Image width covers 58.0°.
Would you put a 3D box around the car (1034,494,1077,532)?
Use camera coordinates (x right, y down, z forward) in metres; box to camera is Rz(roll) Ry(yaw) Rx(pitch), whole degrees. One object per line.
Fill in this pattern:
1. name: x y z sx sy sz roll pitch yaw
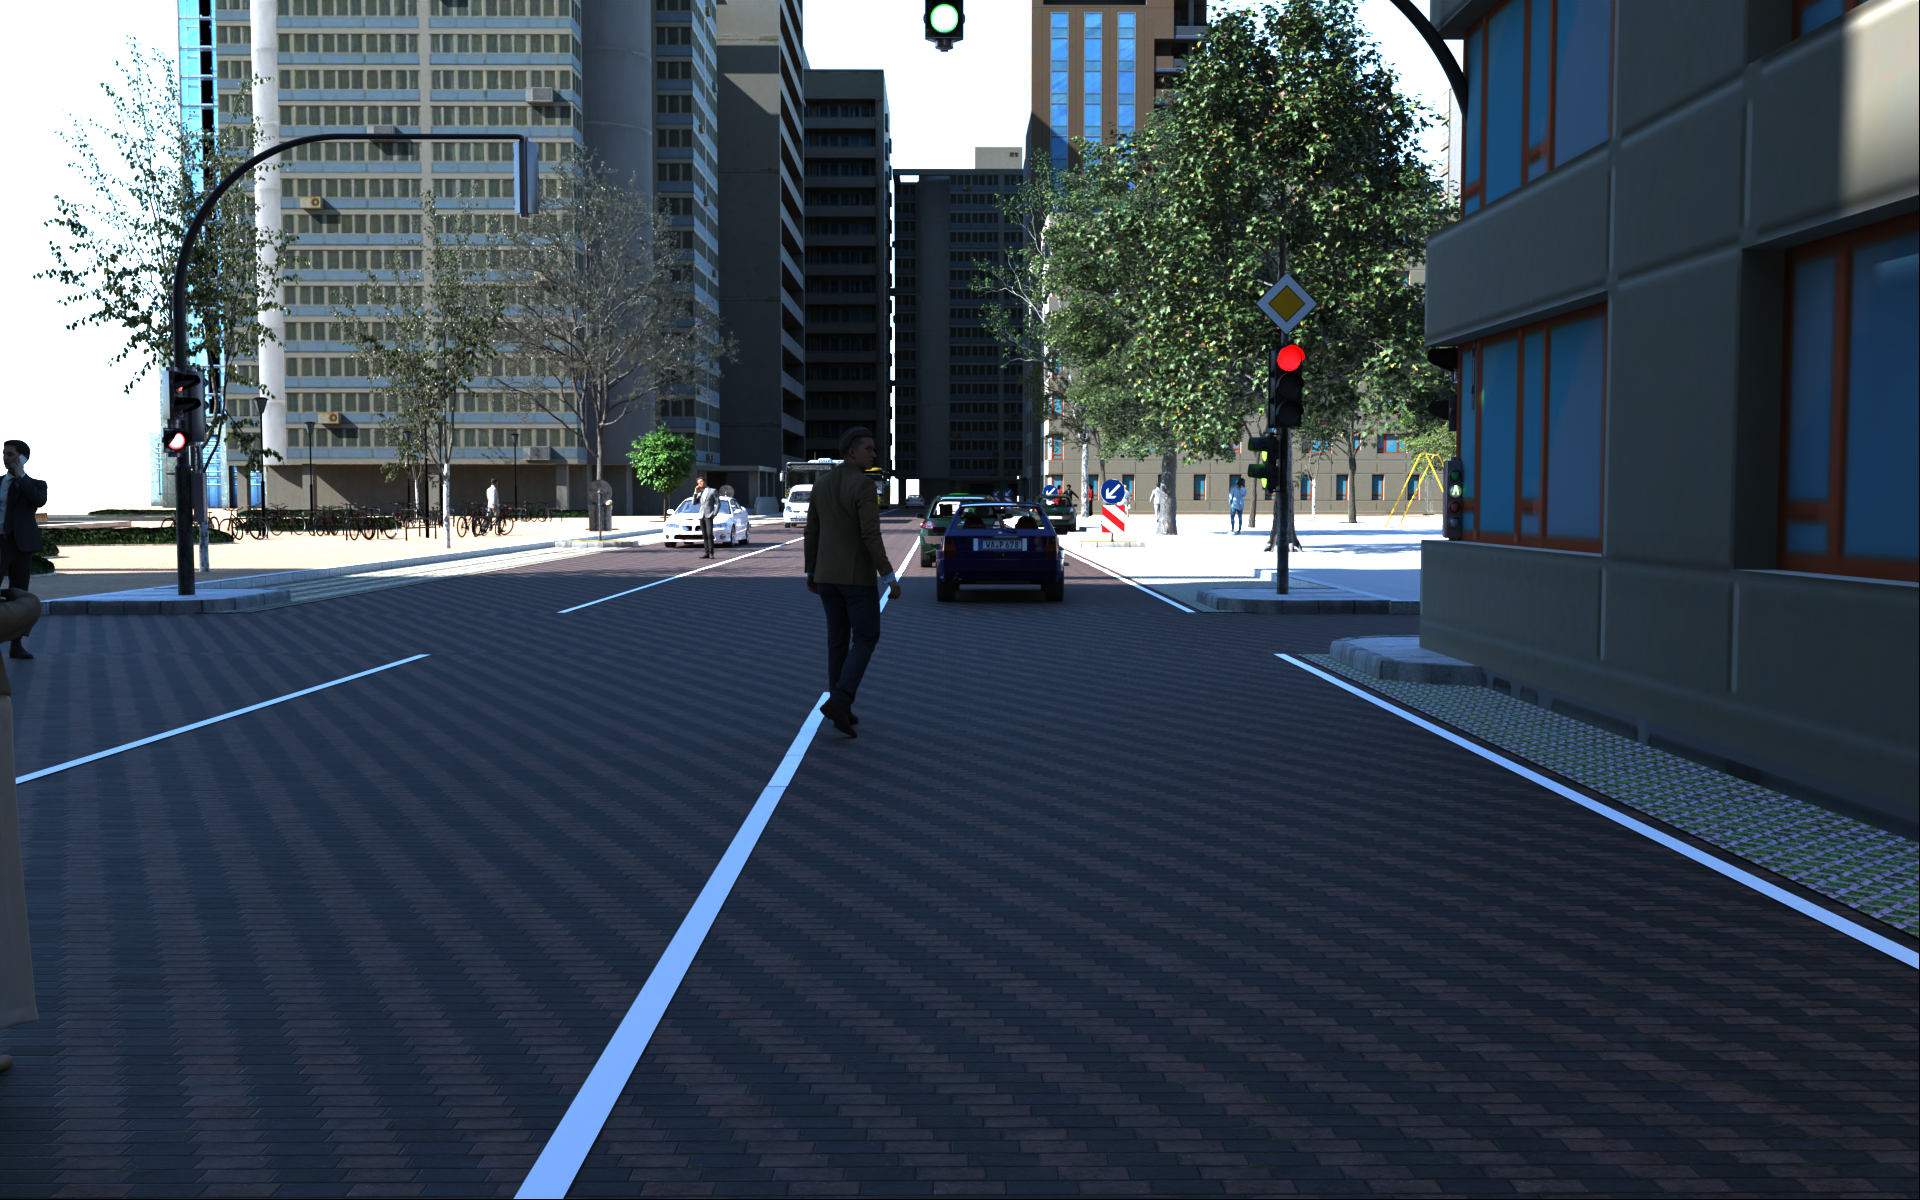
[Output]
1. car: 3.548 -3.480 66.678 2.009 1.686 4.222 0 4 0

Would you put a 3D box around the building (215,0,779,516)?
1. building: -28.289 -25.502 108.837 32.217 40.220 23.993 0 4 0

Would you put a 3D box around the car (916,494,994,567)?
1. car: 0.089 -1.555 35.212 2.009 1.686 4.222 0 4 1

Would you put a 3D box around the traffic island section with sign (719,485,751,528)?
1. traffic island section with sign: -10.009 -4.018 74.324 1.989 1.847 2.006 0 4 0

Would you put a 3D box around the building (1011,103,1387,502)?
1. building: 21.618 -28.703 161.174 32.217 40.220 23.993 0 4 0

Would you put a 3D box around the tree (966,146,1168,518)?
1. tree: 6.374 -14.566 94.050 12.611 20.169 13.585 0 3 0

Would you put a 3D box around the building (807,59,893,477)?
1. building: -18.454 -34.657 190.347 21.600 48.544 21.300 0 4 0

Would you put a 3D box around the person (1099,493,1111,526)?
1. person: 5.941 -3.912 69.817 0.655 1.846 0.447 0 4 5

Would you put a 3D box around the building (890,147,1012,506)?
1. building: 4.293 -30.860 196.436 23.993 40.220 32.217 0 4 0

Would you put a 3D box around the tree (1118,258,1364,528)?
1. tree: 11.097 -7.999 65.199 8.767 10.594 7.601 0 4 -5

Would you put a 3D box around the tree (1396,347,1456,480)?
1. tree: 26.379 -10.584 91.169 7.486 12.596 7.792 0 3 0

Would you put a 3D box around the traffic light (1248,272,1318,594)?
1. traffic light: 4.118 -2.029 22.092 0.839 4.253 0.868 0 4 0

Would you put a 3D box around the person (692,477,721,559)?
1. person: -5.626 -1.820 38.441 0.592 1.802 0.473 3 5 40

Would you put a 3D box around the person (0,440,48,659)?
1. person: -8.225 -0.435 14.982 0.648 1.900 0.474 -2 4 -34

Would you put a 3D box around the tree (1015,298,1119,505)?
1. tree: 6.682 -8.849 79.101 8.767 10.594 7.601 0 4 4

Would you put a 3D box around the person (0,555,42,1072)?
1. person: -2.451 0.296 4.212 0.519 1.759 0.362 1 4 22

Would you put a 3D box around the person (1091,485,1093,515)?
1. person: 7.818 -5.995 104.017 0.705 1.831 1.348 0 4 -1

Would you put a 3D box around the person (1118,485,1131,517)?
1. person: 9.044 -5.428 95.148 0.694 1.780 0.624 -1 4 -11

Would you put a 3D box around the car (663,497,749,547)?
1. car: -6.969 -2.178 47.970 2.083 1.381 4.827 0 4 1

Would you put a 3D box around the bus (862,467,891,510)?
1. bus: -8.108 -10.483 162.946 2.896 3.916 12.252 0 4 1

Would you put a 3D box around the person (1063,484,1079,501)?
1. person: 6.599 -6.083 105.127 1.348 1.869 0.705 1 4 14

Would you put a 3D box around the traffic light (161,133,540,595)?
1. traffic light: -7.752 -2.896 22.010 4.771 5.953 1.251 0 4 0

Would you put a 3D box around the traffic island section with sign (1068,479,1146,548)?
1. traffic island section with sign: 3.951 -2.335 46.804 1.989 1.847 2.006 0 4 0

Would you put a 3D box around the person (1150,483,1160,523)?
1. person: 8.934 -4.393 78.147 0.678 1.792 0.850 0 4 -2

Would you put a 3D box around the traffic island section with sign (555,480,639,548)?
1. traffic island section with sign: -9.778 -2.339 46.871 1.989 1.847 2.006 0 4 0

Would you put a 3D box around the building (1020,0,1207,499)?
1. building: 12.375 -30.078 141.878 14.600 45.320 14.200 0 4 0

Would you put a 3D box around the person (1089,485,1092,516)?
1. person: 7.421 -5.742 99.862 0.705 1.831 1.348 -1 4 -9

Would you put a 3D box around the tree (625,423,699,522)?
1. tree: -13.704 -5.879 79.828 4.285 4.588 4.351 0 3 0

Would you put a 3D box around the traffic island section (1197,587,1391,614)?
1. traffic island section: 4.158 0.005 22.206 2.009 0.180 2.903 0 4 0

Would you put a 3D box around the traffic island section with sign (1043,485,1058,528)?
1. traffic island section with sign: 3.720 -4.002 74.059 1.989 1.847 2.006 0 4 0

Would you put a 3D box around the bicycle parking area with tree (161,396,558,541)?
1. bicycle parking area with tree: -18.094 -3.924 51.156 8.231 4.147 9.016 1 4 22

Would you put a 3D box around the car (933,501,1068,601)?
1. car: 0.569 -0.729 24.501 1.945 1.354 3.894 0 4 1

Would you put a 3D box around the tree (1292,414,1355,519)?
1. tree: 18.581 -8.563 90.373 4.360 8.622 3.978 0 3 0

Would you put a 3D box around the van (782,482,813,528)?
1. van: -6.626 -4.146 74.801 2.013 2.044 4.112 0 4 0

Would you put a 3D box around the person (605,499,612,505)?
1. person: -15.953 -4.176 78.576 0.306 1.304 0.590 -2 4 -33

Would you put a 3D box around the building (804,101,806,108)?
1. building: -27.706 -31.010 161.644 28.867 44.769 22.147 0 4 0

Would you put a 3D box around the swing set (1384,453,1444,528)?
1. swing set: 18.084 -4.222 66.652 2.862 2.851 3.119 2 4 25

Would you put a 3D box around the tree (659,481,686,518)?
1. tree: -15.775 -6.034 93.260 1.663 3.219 1.824 0 3 0

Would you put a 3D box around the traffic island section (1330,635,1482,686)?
1. traffic island section: 4.226 0.493 14.222 2.009 0.180 2.903 0 4 0

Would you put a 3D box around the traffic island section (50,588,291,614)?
1. traffic island section: -9.883 0.012 22.091 2.009 0.180 2.903 0 4 0

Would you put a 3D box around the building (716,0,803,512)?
1. building: -23.409 -31.104 132.251 21.300 48.544 21.600 0 4 0

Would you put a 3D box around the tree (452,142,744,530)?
1. tree: -12.965 -9.250 61.611 12.009 13.543 11.850 0 3 0

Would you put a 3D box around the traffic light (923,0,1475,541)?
1. traffic light: 2.095 -2.402 13.948 4.771 5.953 1.251 0 4 0

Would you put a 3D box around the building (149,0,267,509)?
1. building: -68.819 -53.593 188.917 31.000 86.520 22.319 0 4 0

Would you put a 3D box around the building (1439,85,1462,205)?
1. building: 54.579 -29.506 166.022 14.086 41.232 14.154 0 4 0

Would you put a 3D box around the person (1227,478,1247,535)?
1. person: 8.753 -2.961 54.723 0.793 1.790 0.793 3 5 44

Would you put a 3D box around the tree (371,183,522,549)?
1. tree: -12.318 -5.526 40.719 4.360 8.622 3.978 0 3 0

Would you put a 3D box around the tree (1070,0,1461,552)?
1. tree: 7.229 -7.427 38.433 9.611 12.733 9.660 0 3 0

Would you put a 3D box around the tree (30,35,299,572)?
1. tree: -12.507 -4.758 28.148 4.360 8.622 3.978 0 3 0

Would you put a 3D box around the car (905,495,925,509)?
1. car: -4.407 -9.620 169.648 2.083 1.381 4.827 0 4 -1

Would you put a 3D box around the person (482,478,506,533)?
1. person: -15.312 -3.084 56.742 0.678 1.792 0.850 3 5 45

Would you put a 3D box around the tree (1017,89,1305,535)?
1. tree: 6.506 -9.017 54.088 9.857 13.997 8.962 0 3 0

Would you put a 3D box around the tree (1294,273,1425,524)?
1. tree: 17.136 -9.176 75.781 9.928 11.665 9.643 0 3 0

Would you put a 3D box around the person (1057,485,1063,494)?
1. person: 5.918 -5.932 102.964 0.705 1.831 1.348 -2 4 -34

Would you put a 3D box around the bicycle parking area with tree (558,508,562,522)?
1. bicycle parking area with tree: -23.058 -5.716 80.453 8.231 4.147 9.016 -2 4 -25

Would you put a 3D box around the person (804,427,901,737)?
1. person: -0.657 -0.123 10.427 0.656 1.842 0.836 1 4 10

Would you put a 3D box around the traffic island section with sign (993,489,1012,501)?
1. traffic island section with sign: 3.298 -7.063 124.115 1.989 1.847 2.006 0 4 0

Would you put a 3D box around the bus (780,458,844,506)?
1. bus: -7.159 -5.747 88.821 2.948 3.499 13.247 0 3 0

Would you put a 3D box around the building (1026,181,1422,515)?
1. building: 19.151 -16.888 121.152 27.650 21.520 28.899 0 4 0
